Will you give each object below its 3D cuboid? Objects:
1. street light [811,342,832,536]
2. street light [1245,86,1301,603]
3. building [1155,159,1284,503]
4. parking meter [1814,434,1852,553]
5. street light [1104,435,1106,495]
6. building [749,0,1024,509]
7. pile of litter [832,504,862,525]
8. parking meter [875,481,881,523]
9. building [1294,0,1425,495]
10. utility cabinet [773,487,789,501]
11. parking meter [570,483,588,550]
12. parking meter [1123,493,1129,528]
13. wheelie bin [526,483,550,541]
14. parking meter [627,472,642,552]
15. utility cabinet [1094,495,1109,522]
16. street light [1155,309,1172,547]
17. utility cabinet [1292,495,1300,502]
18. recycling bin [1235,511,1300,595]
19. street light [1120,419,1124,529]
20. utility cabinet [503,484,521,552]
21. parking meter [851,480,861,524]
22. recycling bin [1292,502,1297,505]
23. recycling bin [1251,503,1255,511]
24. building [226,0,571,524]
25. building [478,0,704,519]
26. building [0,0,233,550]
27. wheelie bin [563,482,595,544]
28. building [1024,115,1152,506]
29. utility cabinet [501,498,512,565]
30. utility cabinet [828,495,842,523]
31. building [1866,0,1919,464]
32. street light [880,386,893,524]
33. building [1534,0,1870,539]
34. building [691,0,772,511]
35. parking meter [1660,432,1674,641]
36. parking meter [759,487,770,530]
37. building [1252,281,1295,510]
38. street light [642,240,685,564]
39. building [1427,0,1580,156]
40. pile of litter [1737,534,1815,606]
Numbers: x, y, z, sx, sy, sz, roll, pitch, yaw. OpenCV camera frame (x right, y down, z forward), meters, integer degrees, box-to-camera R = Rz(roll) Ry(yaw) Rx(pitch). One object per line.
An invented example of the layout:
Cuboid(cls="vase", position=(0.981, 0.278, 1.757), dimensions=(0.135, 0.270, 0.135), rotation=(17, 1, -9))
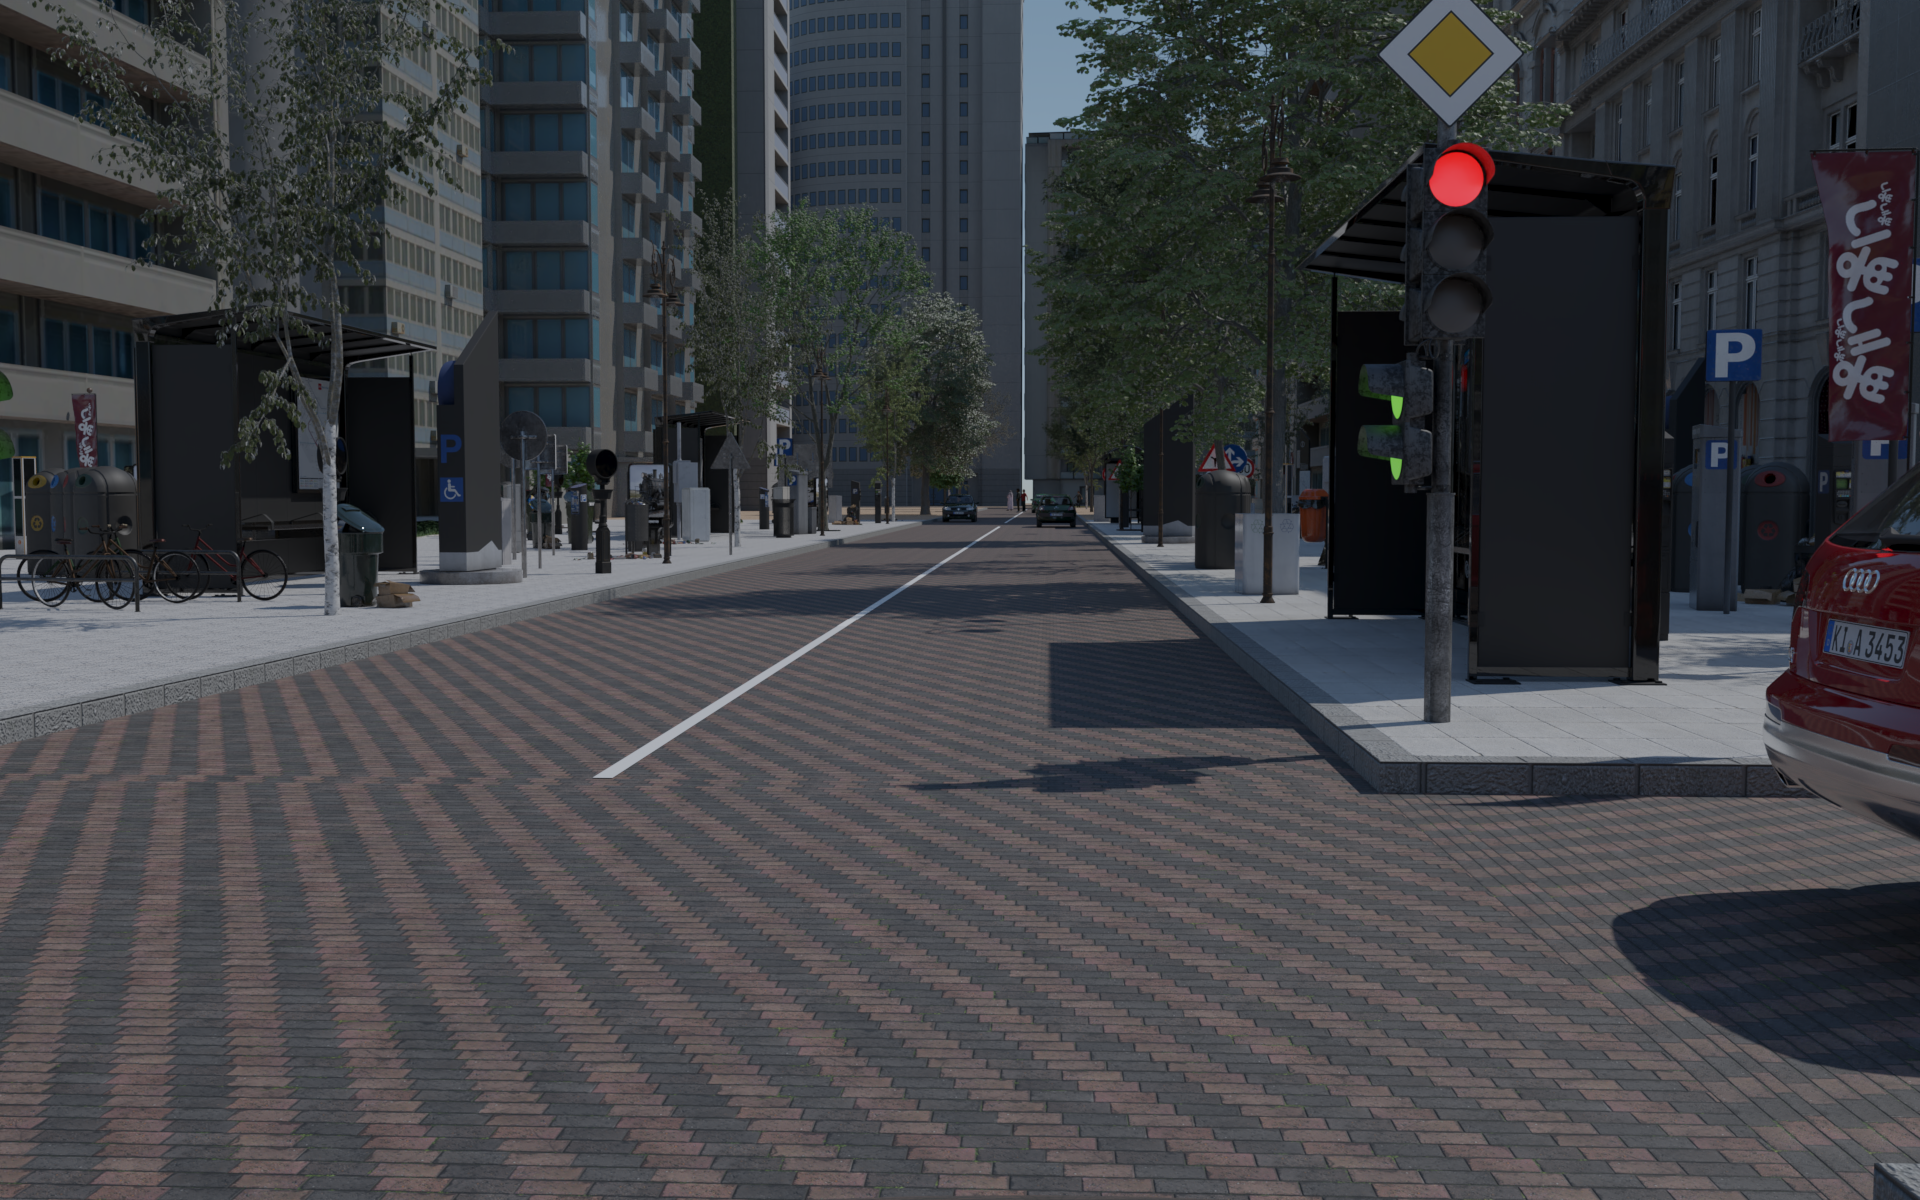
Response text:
Cuboid(cls="street light", position=(-4.218, -4.901, 52.918), dimensions=(0.468, 5.910, 1.993), rotation=(0, 4, 3))
Cuboid(cls="street light", position=(3.621, -2.901, 20.218), dimensions=(0.468, 5.910, 1.993), rotation=(0, 4, 3))
Cuboid(cls="building", position=(33.433, -30.851, 196.288), dimensions=(23.993, 40.220, 32.217), rotation=(0, 4, 3))
Cuboid(cls="parking meter", position=(8.466, -0.674, 16.736), dimensions=(0.255, 1.863, 0.399), rotation=(0, 4, 1))
Cuboid(cls="street light", position=(7.052, -6.822, 84.327), dimensions=(0.468, 5.910, 1.993), rotation=(0, 4, 3))
Cuboid(cls="building", position=(-7.106, -39.753, 191.966), dimensions=(28.212, 58.520, 21.231), rotation=(0, 4, 3))
Cuboid(cls="pile of litter", position=(-4.689, -3.550, 72.013), dimensions=(1.176, 0.858, 1.719), rotation=(-1, 4, -20))
Cuboid(cls="parking meter", position=(-3.593, -4.295, 75.941), dimensions=(0.255, 1.863, 0.399), rotation=(0, 4, 3))
Cuboid(cls="building", position=(32.420, -29.340, 103.412), dimensions=(21.300, 48.544, 21.600), rotation=(0, 4, 3))
Cuboid(cls="utility cabinet", position=(-5.403, -2.669, 52.316), dimensions=(0.318, 1.500, 1.173), rotation=(0, 4, 4))
Cuboid(cls="parking meter", position=(-8.705, -1.907, 39.584), dimensions=(0.372, 1.533, 0.369), rotation=(0, 3, 0))
Cuboid(cls="parking meter", position=(6.349, -3.715, 66.449), dimensions=(0.255, 1.863, 0.399), rotation=(1, 4, 9))
Cuboid(cls="wheelie bin", position=(-11.734, -2.458, 48.094), dimensions=(0.693, 1.594, 0.980), rotation=(-1, 4, -13))
Cuboid(cls="parking meter", position=(-7.220, -2.007, 38.520), dimensions=(0.255, 1.863, 0.399), rotation=(-2, 4, -35))
Cuboid(cls="utility cabinet", position=(6.689, -4.211, 80.009), dimensions=(1.020, 1.237, 0.306), rotation=(2, 4, 35))
Cuboid(cls="street light", position=(4.855, -4.220, 41.778), dimensions=(0.468, 5.910, 1.993), rotation=(0, 4, 3))
Cuboid(cls="utility cabinet", position=(15.236, -4.106, 78.294), dimensions=(1.020, 1.237, 0.306), rotation=(0, 4, 1))
Cuboid(cls="recycling bin", position=(3.962, -0.600, 22.369), dimensions=(0.722, 1.027, 0.722), rotation=(0, 4, 0))
Cuboid(cls="street light", position=(5.914, -5.528, 63.169), dimensions=(0.468, 5.910, 1.993), rotation=(0, 4, 3))
Cuboid(cls="utility cabinet", position=(-9.866, -1.801, 38.127), dimensions=(0.318, 1.500, 1.173), rotation=(-1, 4, -18))
Cuboid(cls="parking meter", position=(-4.399, -4.131, 73.259), dimensions=(0.399, 1.863, 0.255), rotation=(0, 4, 6))
Cuboid(cls="recycling bin", position=(10.345, -2.560, 54.403), dimensions=(0.722, 1.027, 0.722), rotation=(3, 5, 44))
Cuboid(cls="recycling bin", position=(7.918, -2.256, 49.433), dimensions=(0.722, 1.027, 0.722), rotation=(-2, 4, -29))
Cuboid(cls="building", position=(-33.290, -23.104, 69.627), dimensions=(32.217, 40.220, 23.993), rotation=(0, 4, 3))
Cuboid(cls="building", position=(-27.806, -29.477, 101.559), dimensions=(23.786, 49.044, 30.456), rotation=(0, 4, 3))
Cuboid(cls="building", position=(-31.607, -25.319, 37.667), dimensions=(21.300, 48.544, 21.600), rotation=(0, 4, 3))
Cuboid(cls="wheelie bin", position=(-9.848, -2.255, 44.776), dimensions=(0.693, 1.594, 0.980), rotation=(0, 4, 2))
Cuboid(cls="building", position=(14.001, -30.928, 189.270), dimensions=(14.086, 41.232, 14.154), rotation=(0, 4, 3))
Cuboid(cls="utility cabinet", position=(-8.660, -1.246, 31.526), dimensions=(1.020, 1.237, 0.306), rotation=(2, 4, 23))
Cuboid(cls="utility cabinet", position=(-5.553, -4.036, 77.151), dimensions=(0.306, 1.237, 1.020), rotation=(-2, 4, -23))
Cuboid(cls="building", position=(33.358, -12.779, 28.008), dimensions=(30.058, 24.678, 14.314), rotation=(0, 4, 3))
Cuboid(cls="street light", position=(-3.108, -6.195, 74.077), dimensions=(0.468, 5.910, 1.993), rotation=(0, 4, 3))
Cuboid(cls="building", position=(25.870, -12.613, 48.028), dimensions=(13.314, 21.916, 24.055), rotation=(0, 4, 3))
Cuboid(cls="building", position=(-28.036, -36.400, 137.133), dimensions=(28.212, 58.520, 21.231), rotation=(0, 4, 3))
Cuboid(cls="parking meter", position=(6.077, -0.582, 15.233), dimensions=(0.255, 1.863, 0.399), rotation=(0, 4, 5))
Cuboid(cls="parking meter", position=(-7.079, -3.316, 62.633), dimensions=(0.372, 1.533, 0.369), rotation=(0, 3, 0))
Cuboid(cls="building", position=(37.670, -17.450, 130.342), dimensions=(27.650, 21.520, 28.899), rotation=(0, 4, 3))
Cuboid(cls="street light", position=(-5.406, -3.607, 31.762), dimensions=(0.468, 5.910, 1.993), rotation=(0, 4, 3))
Cuboid(cls="building", position=(27.800, -17.378, 71.517), dimensions=(14.401, 28.519, 23.554), rotation=(0, 4, 3))
Cuboid(cls="pile of litter", position=(9.714, -0.376, 20.120), dimensions=(1.176, 0.858, 1.719), rotation=(1, 4, 8))
